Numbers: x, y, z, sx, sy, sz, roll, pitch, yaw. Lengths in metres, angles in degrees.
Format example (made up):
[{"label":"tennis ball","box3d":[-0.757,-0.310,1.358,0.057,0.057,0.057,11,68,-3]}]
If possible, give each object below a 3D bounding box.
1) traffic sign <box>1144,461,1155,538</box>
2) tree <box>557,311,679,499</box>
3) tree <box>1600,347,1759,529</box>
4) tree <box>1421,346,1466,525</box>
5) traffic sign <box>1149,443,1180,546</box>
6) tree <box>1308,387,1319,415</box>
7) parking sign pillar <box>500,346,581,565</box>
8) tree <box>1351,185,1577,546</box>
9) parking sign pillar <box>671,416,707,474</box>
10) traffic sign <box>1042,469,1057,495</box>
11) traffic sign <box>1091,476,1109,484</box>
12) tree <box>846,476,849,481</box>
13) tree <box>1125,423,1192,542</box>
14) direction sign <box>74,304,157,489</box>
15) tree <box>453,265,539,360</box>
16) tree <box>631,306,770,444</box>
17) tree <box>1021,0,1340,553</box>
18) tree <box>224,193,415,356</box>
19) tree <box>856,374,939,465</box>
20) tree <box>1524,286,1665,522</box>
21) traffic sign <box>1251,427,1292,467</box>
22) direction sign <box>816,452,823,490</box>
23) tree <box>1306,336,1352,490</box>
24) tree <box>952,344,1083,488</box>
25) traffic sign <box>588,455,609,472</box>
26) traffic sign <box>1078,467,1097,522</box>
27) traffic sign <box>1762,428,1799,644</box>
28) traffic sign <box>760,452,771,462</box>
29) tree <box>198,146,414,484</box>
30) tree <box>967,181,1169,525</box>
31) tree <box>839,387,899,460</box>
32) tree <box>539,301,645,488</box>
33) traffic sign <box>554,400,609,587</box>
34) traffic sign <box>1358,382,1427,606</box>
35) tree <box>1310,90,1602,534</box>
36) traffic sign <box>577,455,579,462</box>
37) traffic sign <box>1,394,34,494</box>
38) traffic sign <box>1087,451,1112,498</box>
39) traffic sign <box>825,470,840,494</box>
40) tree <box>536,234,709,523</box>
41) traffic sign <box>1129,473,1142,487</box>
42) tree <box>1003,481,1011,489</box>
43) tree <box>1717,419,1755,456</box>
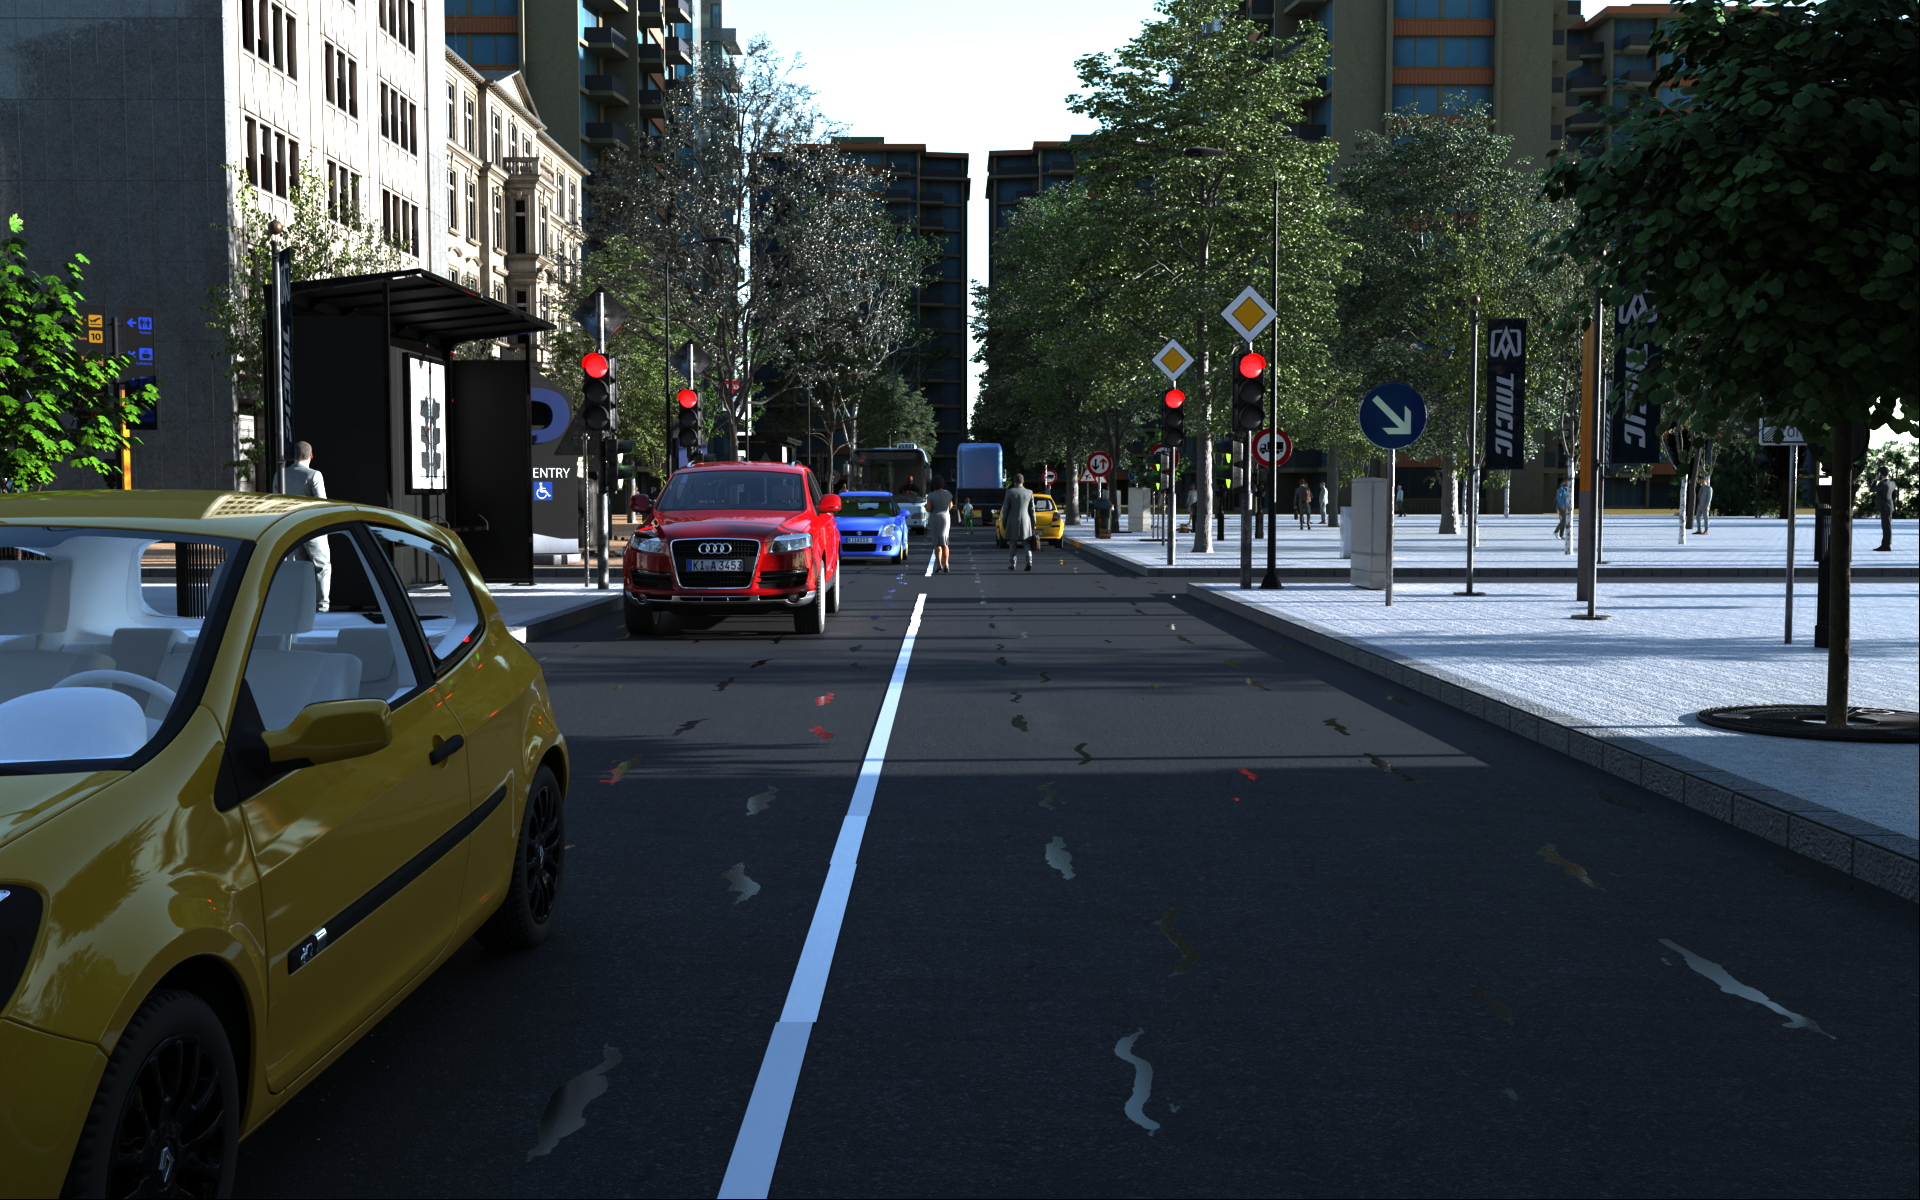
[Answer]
[{"label":"traffic sign","box3d":[5.635,-2.953,50.418,0.606,2.300,0.079,0,4,7]},{"label":"tree","box3d":[-13.797,-7.235,68.653,4.737,8.622,4.395,0,3,0]},{"label":"tree","box3d":[26.659,-7.838,62.558,8.767,10.594,7.601,-1,4,-11]},{"label":"tree","box3d":[20.608,-7.377,70.980,4.360,8.622,3.978,0,3,0]},{"label":"traffic sign","box3d":[5.055,-2.622,42.970,0.768,2.556,0.104,1,4,10]},{"label":"tree","box3d":[13.285,-10.018,89.546,9.928,11.665,9.643,0,3,0]},{"label":"parking sign pillar","box3d":[-7.730,-2.652,31.832,1.447,3.967,1.447,-2,4,-28]},{"label":"tree","box3d":[12.865,-5.628,42.387,4.737,8.622,4.395,0,3,0]},{"label":"parking sign pillar","box3d":[-9.306,-4.372,59.949,1.447,3.967,1.447,-2,4,-34]},{"label":"traffic sign","box3d":[4.598,-5.443,89.097,0.768,2.556,0.104,0,4,0]},{"label":"traffic sign","box3d":[7.186,-5.442,88.973,0.884,2.594,0.081,0,4,1]},{"label":"tree","box3d":[-6.883,-8.988,130.662,4.285,4.588,4.351,0,3,0]},{"label":"tree","box3d":[5.278,-3.217,47.200,1.663,3.219,1.824,0,3,0]},{"label":"direction sign","box3d":[-10.170,-1.769,20.925,0.876,3.537,0.379,-2,4,-30]},{"label":"tree","box3d":[-16.410,-6.491,56.489,4.360,8.622,3.978,0,3,0]},{"label":"tree","box3d":[-14.004,-10.209,92.679,9.928,11.665,9.643,0,3,0]},{"label":"tree","box3d":[5.223,-7.343,38.185,7.486,12.596,7.792,0,3,0]},{"label":"tree","box3d":[-15.072,-5.591,41.771,4.360,8.622,3.978,0,3,0]},{"label":"tree","box3d":[-6.423,-16.560,177.403,9.857,13.997,8.962,0,3,0]},{"label":"tree","box3d":[29.311,-9.479,80.743,9.928,11.665,9.643,0,3,0]},{"label":"traffic sign","box3d":[5.942,-2.017,33.092,0.768,2.556,0.104,0,4,7]},{"label":"direction sign","box3d":[-7.542,-6.192,93.235,0.379,3.537,0.876,-2,4,-26]},{"label":"tree","box3d":[17.813,-7.828,78.350,4.737,8.622,4.395,0,3,0]},{"label":"tree","box3d":[4.679,-12.923,128.297,9.611,12.733,9.660,0,3,0]},{"label":"traffic sign","box3d":[-8.434,-2.515,41.122,0.884,2.594,0.081,0,4,0]},{"label":"traffic sign","box3d":[5.822,-4.838,79.105,0.884,2.594,0.081,0,4,1]},{"label":"traffic sign","box3d":[7.109,-0.775,14.800,0.606,2.300,0.079,0,4,2]},{"label":"traffic sign","box3d":[-6.070,-3.303,54.005,0.884,2.594,0.081,0,4,6]},{"label":"tree","box3d":[-14.412,-5.319,37.323,4.737,8.622,4.395,0,3,0]},{"label":"tree","box3d":[4.660,-10.038,70.782,9.857,13.997,8.962,0,3,0]},{"label":"tree","box3d":[-6.098,-10.222,117.497,4.360,8.622,3.978,0,3,0]},{"label":"tree","box3d":[-13.263,-6.874,62.752,4.360,8.622,3.978,0,3,0]},{"label":"traffic sign","box3d":[-5.152,-1.459,23.852,0.884,2.594,0.081,0,4,4]},{"label":"traffic sign","box3d":[4.921,-1.204,19.790,0.768,2.556,0.104,0,4,4]},{"label":"tree","box3d":[15.850,-9.096,55.381,9.857,13.997,8.962,0,3,0]},{"label":"traffic sign","box3d":[-9.282,-2.467,40.442,0.768,2.556,0.104,0,4,7]},{"label":"traffic sign","box3d":[-8.711,-0.966,15.796,0.884,2.594,0.081,0,4,0]},{"label":"traffic sign","box3d":[4.154,-3.152,51.639,0.768,2.556,0.104,0,4,7]},{"label":"traffic sign","box3d":[-6.651,-5.517,90.308,0.768,2.556,0.104,0,4,1]},{"label":"tree","box3d":[-14.942,-9.668,76.200,7.486,12.596,7.792,0,3,0]},{"label":"traffic sign","box3d":[8.475,-5.084,83.226,0.768,2.556,0.104,0,3,0]},{"label":"tree","box3d":[3.638,-12.195,183.095,4.285,4.588,4.351,0,3,0]},{"label":"tree","box3d":[18.625,-5.757,44.496,4.360,8.622,3.978,0,3,0]}]
